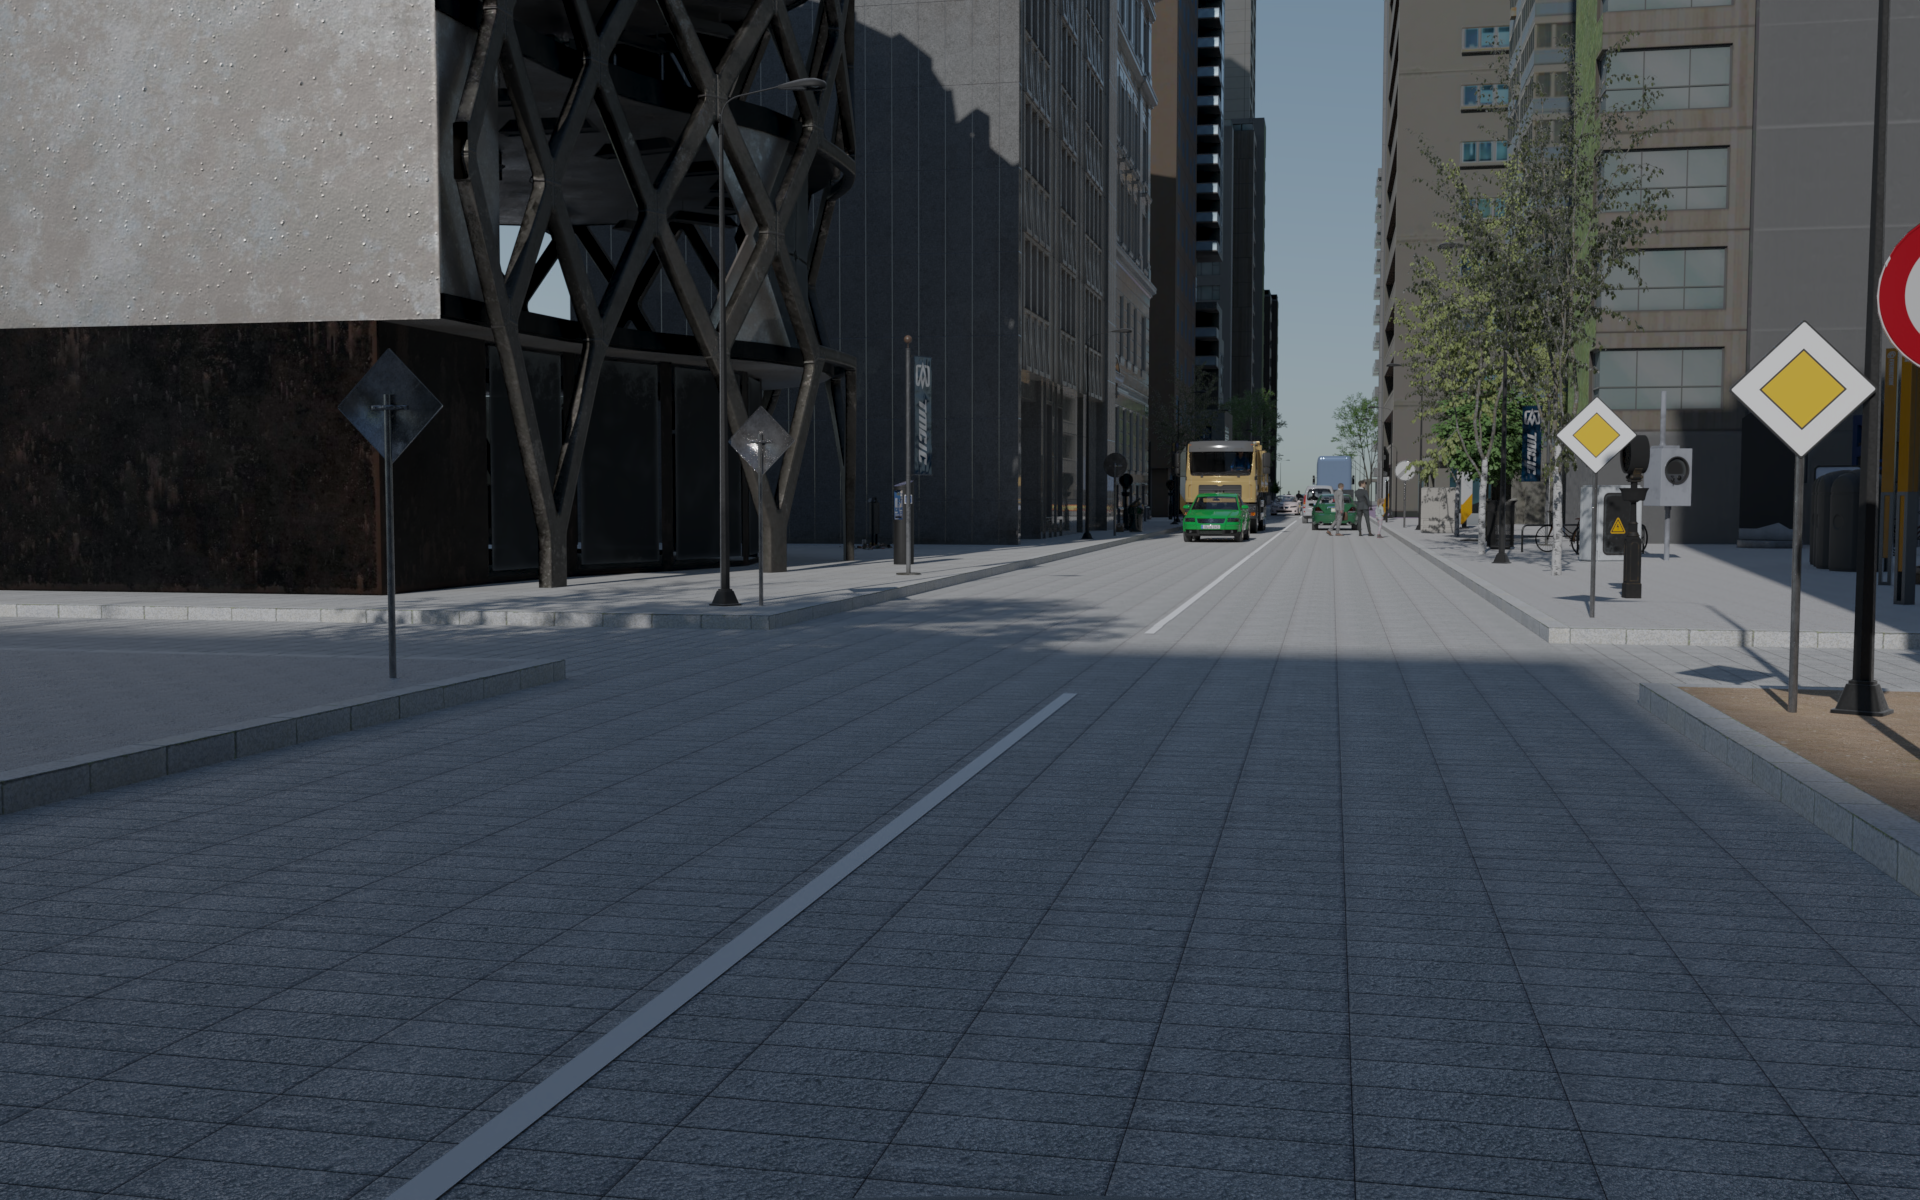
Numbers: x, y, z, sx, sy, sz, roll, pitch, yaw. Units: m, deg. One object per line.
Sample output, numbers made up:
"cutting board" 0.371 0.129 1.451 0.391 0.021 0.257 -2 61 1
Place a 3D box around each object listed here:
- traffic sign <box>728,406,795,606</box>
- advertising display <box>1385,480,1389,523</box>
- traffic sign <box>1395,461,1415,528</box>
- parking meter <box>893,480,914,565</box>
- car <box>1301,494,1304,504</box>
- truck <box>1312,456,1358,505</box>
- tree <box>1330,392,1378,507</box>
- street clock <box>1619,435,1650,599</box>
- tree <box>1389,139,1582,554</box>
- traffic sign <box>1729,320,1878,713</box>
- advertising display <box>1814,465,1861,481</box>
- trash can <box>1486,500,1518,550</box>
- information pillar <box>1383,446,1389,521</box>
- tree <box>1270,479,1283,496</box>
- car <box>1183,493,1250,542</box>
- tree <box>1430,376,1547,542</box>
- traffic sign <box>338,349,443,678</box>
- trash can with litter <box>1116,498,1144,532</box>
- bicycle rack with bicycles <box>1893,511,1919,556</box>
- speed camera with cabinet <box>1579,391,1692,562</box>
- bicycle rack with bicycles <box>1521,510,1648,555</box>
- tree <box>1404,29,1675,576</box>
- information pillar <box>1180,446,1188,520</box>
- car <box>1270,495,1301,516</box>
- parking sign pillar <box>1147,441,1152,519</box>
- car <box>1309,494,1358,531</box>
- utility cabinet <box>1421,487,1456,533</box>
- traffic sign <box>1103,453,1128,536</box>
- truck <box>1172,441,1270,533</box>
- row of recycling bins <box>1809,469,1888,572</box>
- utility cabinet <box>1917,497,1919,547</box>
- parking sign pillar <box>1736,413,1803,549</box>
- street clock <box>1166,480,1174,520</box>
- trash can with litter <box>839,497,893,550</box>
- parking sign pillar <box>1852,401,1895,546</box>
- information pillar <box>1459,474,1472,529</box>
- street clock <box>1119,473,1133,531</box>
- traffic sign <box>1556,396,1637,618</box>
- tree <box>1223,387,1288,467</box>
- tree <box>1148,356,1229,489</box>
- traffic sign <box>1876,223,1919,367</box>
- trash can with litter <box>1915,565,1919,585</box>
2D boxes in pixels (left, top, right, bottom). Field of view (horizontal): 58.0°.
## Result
"traffic sign" -2.280 -0.990 19.827 0.795 2.450 0.064 1 4 12
"advertising display" 19.325 -4.476 78.402 0.123 1.923 0.974 1 4 14
"traffic sign" 16.989 -4.039 66.144 0.768 2.556 0.104 1 4 20
"parking meter" -1.026 -1.415 31.542 0.372 1.533 0.369 0 3 0
"car" 44.259 -12.958 223.867 2.014 1.417 4.499 1 4 10
"truck" 25.254 -7.736 116.243 2.967 4.110 18.799 1 4 11
"tree" 41.273 -15.224 174.670 9.928 11.665 9.643 0 3 0
"street clock" 8.280 -1.023 21.295 0.358 2.002 0.471 0 4 5
"tree" 11.166 -5.294 36.916 4.737 8.622 4.395 0 3 0
"traffic sign" 4.887 -0.396 10.110 0.795 2.450 0.064 1 4 12
"advertising display" 19.672 -2.056 38.835 0.974 1.923 0.123 2 4 33
"trash can" 12.493 -1.735 40.019 0.748 1.137 0.748 0 3 0
"information pillar" 20.636 -5.661 83.913 0.183 3.616 0.504 -1 4 -11
"tree" 40.537 -13.914 222.087 1.663 3.219 1.824 0 3 0
"car" 7.854 -2.694 52.845 1.959 1.807 4.718 1 4 13
"tree" 14.521 -3.896 47.415 4.285 4.588 4.351 0 3 0
"traffic sign" -3.953 -0.512 12.018 0.795 2.450 0.064 1 4 12
"trash can with litter" 5.680 -2.875 58.393 1.055 1.170 0.624 0 4 6
"bicycle rack with bicycles" 20.177 -1.442 36.954 2.925 0.926 2.852 -1 4 -11
"speed camera with cabinet" 12.881 -2.363 32.979 2.038 3.252 0.660 -1 4 -14
"bicycle rack with bicycles" 13.724 -1.480 37.588 2.925 0.926 2.852 -1 4 -20
"tree" 9.163 -4.688 27.004 4.360 8.622 3.978 0 3 0
"information pillar" 10.890 -5.680 84.220 0.183 3.616 0.504 -2 4 -27
"car" 21.921 -6.369 116.492 2.083 1.381 4.827 1 4 14
"parking sign pillar" 8.973 -6.062 87.590 1.447 3.967 1.447 -1 4 -20
"car" 15.095 -3.541 69.686 2.131 1.459 4.920 1 4 12
"utility cabinet" 15.707 -2.936 56.678 1.173 1.500 0.318 1 4 23
"traffic sign" 4.752 -3.244 53.139 0.768 2.556 0.104 1 4 21
"truck" 10.097 -4.242 65.280 3.469 3.379 9.791 1 4 13
"row of recycling bins" 15.355 -1.401 30.026 1.069 1.692 3.534 1 4 20
"utility cabinet" 23.636 -1.887 42.012 1.020 1.237 0.306 0 4 -3
"parking sign pillar" 19.347 -3.230 41.277 1.447 3.967 1.447 -3 5 -44
"street clock" 10.582 -5.041 86.993 0.471 2.002 0.358 1 4 13
"trash can with litter" -2.192 -1.822 40.840 1.678 1.210 2.233 0 4 8
"parking sign pillar" 22.195 -3.286 42.204 1.447 3.967 1.447 1 4 9
"information pillar" 18.770 -4.453 64.156 0.504 3.616 0.183 -2 4 -28
"street clock" 5.795 -3.421 60.509 0.471 2.002 0.358 0 4 -7
"traffic sign" 6.560 -0.873 17.919 0.795 2.450 0.064 1 4 12
"tree" 27.933 -14.822 168.092 9.928 11.665 9.643 0 3 0
"tree" 12.087 -8.652 91.823 4.360 8.622 3.978 0 3 0
"traffic sign" 4.481 -0.466 7.719 0.768 2.556 0.104 1 4 21
"trash can with litter" 13.819 -0.788 24.276 0.624 1.170 1.055 -2 4 -34
